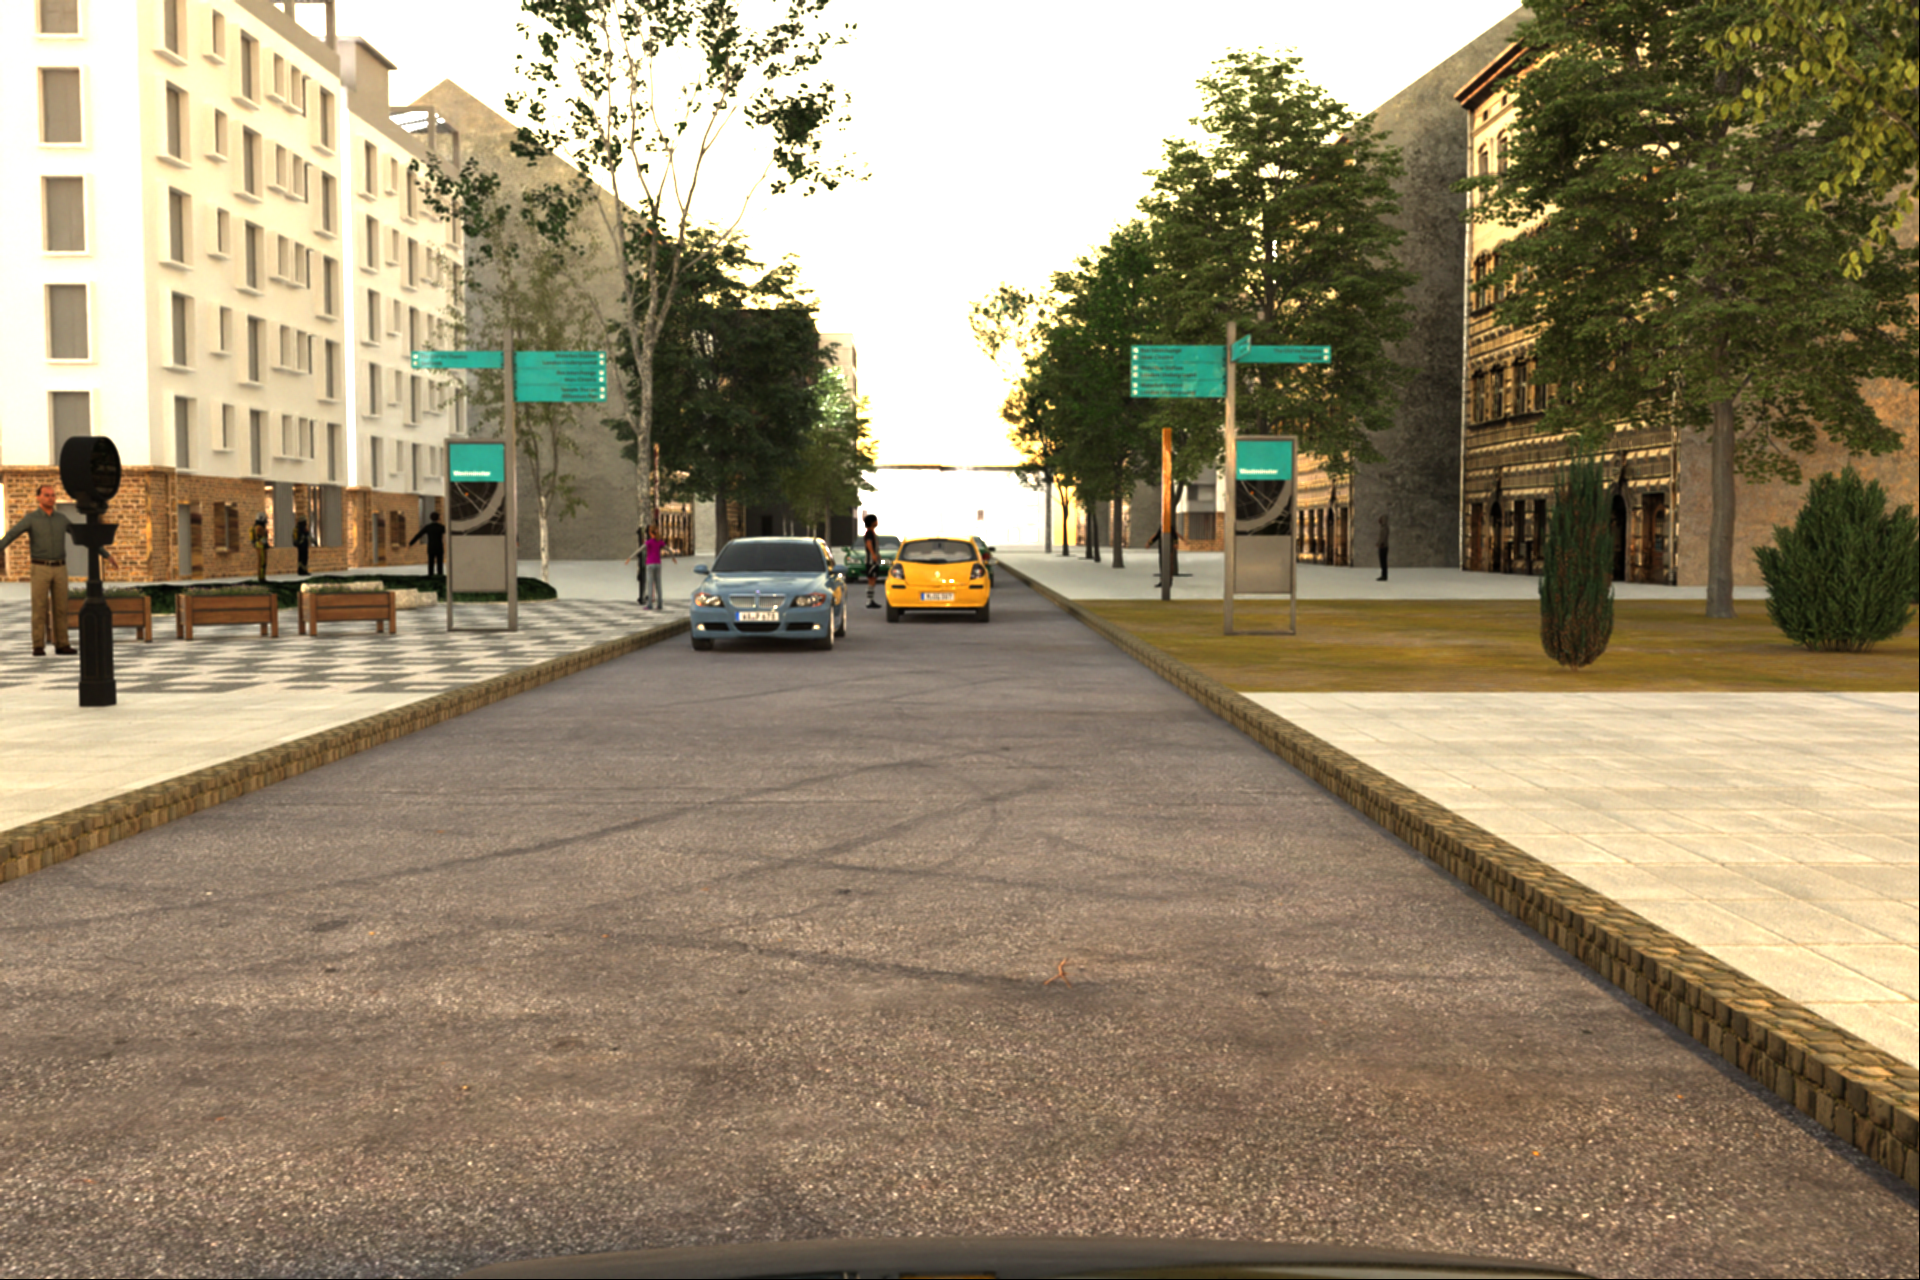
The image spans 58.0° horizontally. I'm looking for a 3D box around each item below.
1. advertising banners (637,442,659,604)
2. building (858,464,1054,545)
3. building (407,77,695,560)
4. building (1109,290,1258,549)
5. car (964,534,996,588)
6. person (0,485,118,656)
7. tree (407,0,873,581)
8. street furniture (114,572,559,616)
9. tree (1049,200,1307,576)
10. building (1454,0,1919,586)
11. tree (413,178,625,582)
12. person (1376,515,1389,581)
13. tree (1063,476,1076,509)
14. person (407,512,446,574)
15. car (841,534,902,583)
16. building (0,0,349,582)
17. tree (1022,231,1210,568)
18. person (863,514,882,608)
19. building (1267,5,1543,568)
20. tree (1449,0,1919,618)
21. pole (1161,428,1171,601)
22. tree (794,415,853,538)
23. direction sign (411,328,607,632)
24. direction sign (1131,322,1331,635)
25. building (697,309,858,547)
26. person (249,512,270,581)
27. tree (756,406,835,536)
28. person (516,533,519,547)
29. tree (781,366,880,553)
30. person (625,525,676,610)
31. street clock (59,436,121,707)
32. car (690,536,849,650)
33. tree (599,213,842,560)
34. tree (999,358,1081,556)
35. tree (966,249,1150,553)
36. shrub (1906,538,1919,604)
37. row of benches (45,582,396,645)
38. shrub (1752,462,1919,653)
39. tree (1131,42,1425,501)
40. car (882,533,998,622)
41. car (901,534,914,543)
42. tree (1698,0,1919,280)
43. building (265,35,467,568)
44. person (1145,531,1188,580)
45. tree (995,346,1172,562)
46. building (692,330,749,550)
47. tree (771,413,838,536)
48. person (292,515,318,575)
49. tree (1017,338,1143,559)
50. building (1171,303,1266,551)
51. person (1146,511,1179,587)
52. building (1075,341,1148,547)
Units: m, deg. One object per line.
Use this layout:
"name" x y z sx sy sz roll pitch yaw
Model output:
"advertising banners" -5.804 -2.215 32.403 0.090 3.025 2.074 0 4 1
"building" -2.514 -16.206 209.565 28.070 9.664 9.099 0 4 -2
"building" -24.843 -16.026 92.961 19.493 23.208 18.063 0 4 -1
"building" 24.100 -20.211 161.386 19.493 23.208 18.063 0 4 0
"car" -0.051 -2.197 47.713 2.131 1.459 4.920 0 4 -2
"person" -9.656 -0.740 18.374 0.705 1.796 1.348 3 5 41
"tree" -8.518 -11.745 47.924 12.611 20.169 13.585 0 3 0
"street furniture" -11.072 -0.980 31.653 5.734 0.657 10.072 1 4 14
"tree" 6.646 -7.772 52.829 9.928 11.665 9.643 0 3 0
"building" 26.753 -13.451 50.855 19.493 23.208 18.063 0 3 0
"tree" -8.523 -5.242 36.074 4.360 8.622 3.978 0 3 0
"person" 11.634 -2.543 47.707 0.705 1.813 1.348 1 4 8
"tree" 17.406 -18.264 208.986 12.009 13.543 11.850 0 3 0
"person" -12.492 -2.145 41.262 1.347 1.806 0.705 0 4 -6
"car" -2.465 -2.459 51.999 2.131 1.459 4.920 0 4 -1
"building" -26.489 -11.695 47.640 16.016 20.090 11.380 0 4 0
"tree" 6.127 -8.984 65.020 7.486 12.596 7.792 0 3 0
"person" -1.679 -1.529 33.603 0.704 1.843 1.345 0 4 1
"building" 24.160 -14.886 74.312 19.493 23.208 18.063 0 4 0
"tree" 11.300 -6.615 26.286 7.486 12.596 7.792 0 3 0
"pole" 3.979 -2.419 33.396 0.158 3.312 0.155 0 3 0
"tree" -9.061 -9.462 105.068 4.360 8.622 3.978 0 3 0
"direction sign" -5.866 -2.104 23.167 2.525 3.948 1.411 0 4 0
"direction sign" 3.425 -1.993 21.356 2.525 3.948 1.411 0 4 -1
"building" -24.759 -20.148 173.388 27.936 21.610 32.646 0 4 -1
"person" -18.145 -2.405 45.092 0.705 1.858 1.354 -2 4 -24
"tree" -8.728 -8.384 87.448 4.737 8.622 4.395 0 3 0
"person" -13.715 -2.823 52.374 1.346 1.802 0.704 3 5 39
"tree" -8.989 -12.136 116.546 7.486 12.596 7.792 0 3 0
"person" -5.228 -1.231 29.398 0.991 1.433 0.599 -3 5 -41
"street clock" -6.450 -0.510 12.901 0.358 2.002 0.471 0 4 1
"car" -2.449 -0.666 22.884 2.014 1.417 4.499 0 4 -1
"tree" -9.458 -9.889 68.339 9.857 13.997 8.962 0 3 0
"tree" 6.067 -10.672 100.247 9.928 11.665 9.643 0 3 0
"tree" 7.101 -15.818 114.514 12.611 20.169 13.585 0 3 0
"shrub" 17.640 -1.269 31.860 1.383 1.207 1.383 0 3 0
"row of benches" -9.090 -0.355 21.260 4.104 0.672 1.422 -2 4 -34
"shrub" 9.633 -0.912 18.951 1.661 2.075 1.752 0 3 0
"tree" 7.358 -7.498 40.715 7.486 12.596 7.792 0 3 0
"car" -0.355 -1.179 29.506 2.015 1.641 3.980 0 4 0
"car" -1.995 -4.770 89.780 2.131 1.459 4.920 0 3 0
"tree" 6.505 -3.702 10.883 4.737 8.622 4.395 0 3 0
"building" -27.704 -12.890 67.164 16.016 20.090 11.380 0 4 -1
"person" 5.782 -2.549 48.482 1.217 1.733 0.721 0 4 -1
"tree" 6.101 -8.849 79.099 8.767 10.594 7.601 -2 4 -34
"building" -28.594 -19.320 146.804 19.493 23.208 18.063 0 4 -1
"tree" -9.337 -9.043 98.215 4.737 8.622 4.395 0 3 0
"person" -20.376 -2.935 53.760 1.354 1.856 0.705 3 5 40
"tree" 6.502 -9.972 88.797 9.928 11.665 9.643 0 3 0
"building" 22.054 -17.492 142.406 16.016 20.090 11.380 0 4 0
"person" 4.935 -2.196 41.836 0.705 1.837 1.347 -2 4 -26
"building" 22.287 -21.664 185.137 19.493 23.208 18.063 0 3 0
